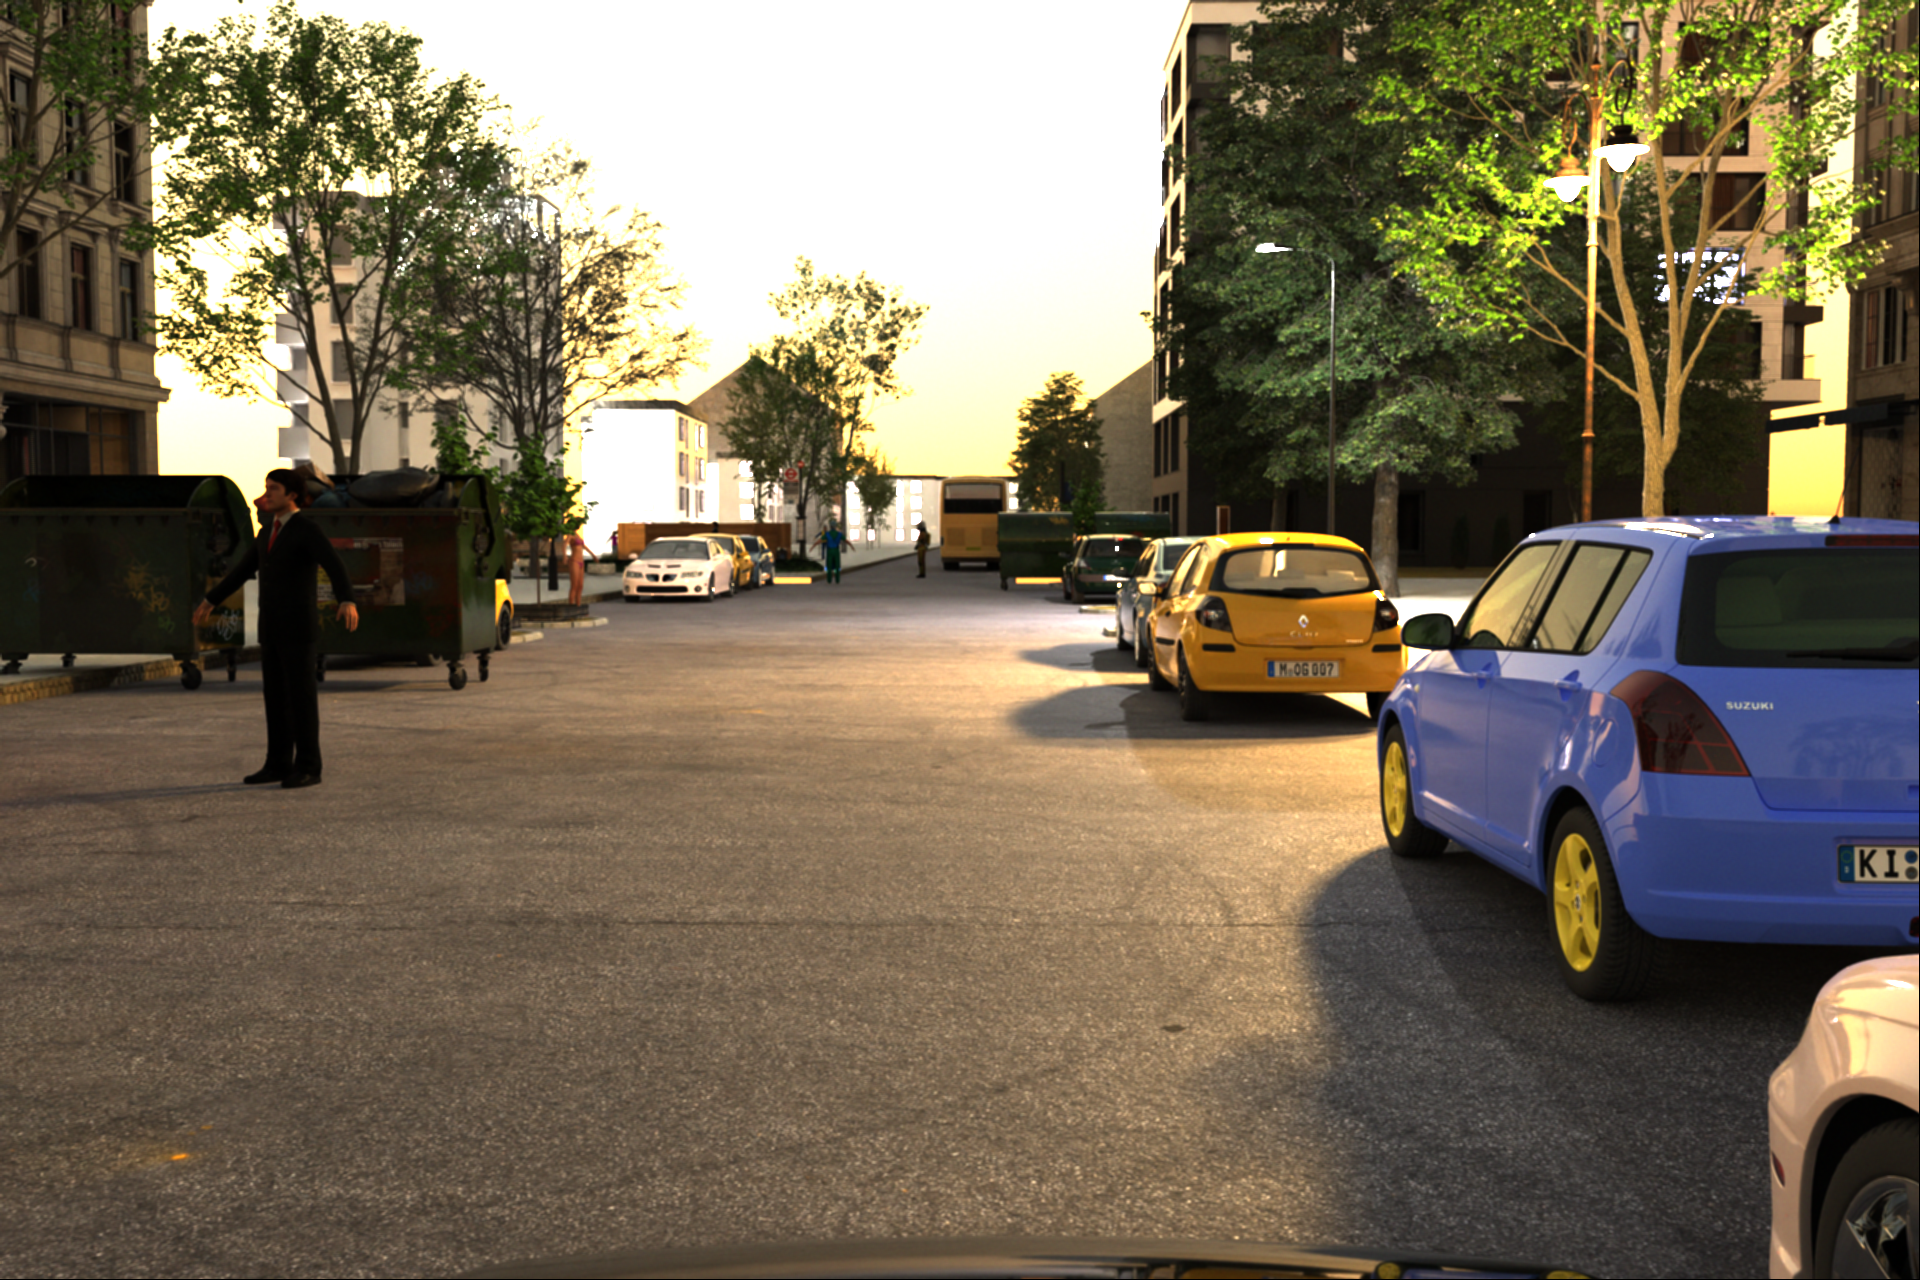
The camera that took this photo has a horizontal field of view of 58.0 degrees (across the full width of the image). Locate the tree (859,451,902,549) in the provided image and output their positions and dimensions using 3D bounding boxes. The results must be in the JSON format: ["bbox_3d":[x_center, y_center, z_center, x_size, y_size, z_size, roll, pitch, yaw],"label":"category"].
[{"bbox_3d":[-7.162,-12.427,153.542,4.737,8.622,4.395,0,3,0],"label":"tree"}]

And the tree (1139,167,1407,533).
[{"bbox_3d":[10.850,-9.308,58.841,9.857,13.997,8.962,0,3,0],"label":"tree"}]

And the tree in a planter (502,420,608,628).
[{"bbox_3d":[-6.651,-1.836,27.241,1.991,3.239,1.994,0,4,2],"label":"tree in a planter"}]

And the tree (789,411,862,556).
[{"bbox_3d":[-8.129,-9.291,102.272,4.737,8.622,4.395,0,3,0],"label":"tree"}]

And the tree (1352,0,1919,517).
[{"bbox_3d":[8.862,-5.873,21.783,9.928,11.665,9.643,0,3,0],"label":"tree"}]

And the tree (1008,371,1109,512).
[{"bbox_3d":[6.838,-12.390,120.708,7.486,12.596,7.792,0,3,0],"label":"tree"}]

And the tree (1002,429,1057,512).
[{"bbox_3d":[7.621,-13.069,148.095,7.601,10.594,8.767,2,4,25],"label":"tree"}]

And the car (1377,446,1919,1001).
[{"bbox_3d":[2.744,0.183,6.598,1.945,1.707,3.694,0,4,1],"label":"car"}]

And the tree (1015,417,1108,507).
[{"bbox_3d":[7.872,-12.074,131.821,7.601,10.594,8.767,1,4,18],"label":"tree"}]

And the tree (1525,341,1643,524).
[{"bbox_3d":[21.976,-6.852,62.400,4.360,8.622,3.978,0,3,0],"label":"tree"}]

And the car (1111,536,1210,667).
[{"bbox_3d":[2.781,-0.482,19.887,2.014,1.417,4.499,0,4,1],"label":"car"}]

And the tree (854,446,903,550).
[{"bbox_3d":[-7.080,-11.689,141.469,4.737,8.622,4.395,0,3,0],"label":"tree"}]

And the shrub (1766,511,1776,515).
[{"bbox_3d":[27.587,-3.359,58.966,1.661,2.075,1.752,0,3,0],"label":"shrub"}]

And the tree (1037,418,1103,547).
[{"bbox_3d":[7.391,-9.666,108.397,4.360,8.622,3.978,0,3,0],"label":"tree"}]

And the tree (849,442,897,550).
[{"bbox_3d":[-7.057,-11.376,136.356,4.737,8.622,4.395,0,3,0],"label":"tree"}]

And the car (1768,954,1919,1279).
[{"bbox_3d":[2.218,0.702,0.882,2.083,1.381,4.827,0,3,0],"label":"car"}]

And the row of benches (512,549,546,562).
[{"bbox_3d":[-17.834,-3.364,70.465,1.422,0.672,4.104,0,4,8],"label":"row of benches"}]

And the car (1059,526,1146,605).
[{"bbox_3d":[3.125,-1.641,36.620,2.009,1.686,4.222,0,3,0],"label":"car"}]

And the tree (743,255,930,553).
[{"bbox_3d":[-8.478,-16.010,117.651,12.611,20.169,13.585,0,3,0],"label":"tree"}]

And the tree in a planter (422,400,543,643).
[{"bbox_3d":[-6.741,-1.594,23.290,1.991,3.239,1.994,0,4,2],"label":"tree in a planter"}]

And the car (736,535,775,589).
[{"bbox_3d":[-6.082,-2.144,47.062,2.014,1.417,4.499,0,4,1],"label":"car"}]

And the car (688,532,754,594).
[{"bbox_3d":[-6.141,-1.985,42.678,2.015,1.641,3.980,0,4,1],"label":"car"}]

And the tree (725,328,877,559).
[{"bbox_3d":[-8.113,-9.952,88.478,9.928,11.665,9.643,0,3,0],"label":"tree"}]

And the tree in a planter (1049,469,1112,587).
[{"bbox_3d":[3.449,-3.086,47.680,1.991,3.239,1.994,0,4,1],"label":"tree in a planter"}]

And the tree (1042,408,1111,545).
[{"bbox_3d":[6.790,-9.182,100.494,4.360,8.622,3.978,0,3,0],"label":"tree"}]

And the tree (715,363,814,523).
[{"bbox_3d":[-8.626,-7.675,75.854,4.737,8.622,4.395,0,3,0],"label":"tree"}]

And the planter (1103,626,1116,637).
[{"bbox_3d":[3.056,-0.214,24.632,1.991,0.319,1.994,0,4,1],"label":"planter"}]

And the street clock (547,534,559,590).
[{"bbox_3d":[-9.272,-2.132,39.423,0.358,2.002,0.471,0,4,1],"label":"street clock"}]

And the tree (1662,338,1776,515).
[{"bbox_3d":[27.931,-6.929,63.655,4.737,8.622,4.395,0,3,0],"label":"tree"}]

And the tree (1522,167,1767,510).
[{"bbox_3d":[21.390,-8.344,54.559,7.486,12.596,7.792,0,3,0],"label":"tree"}]

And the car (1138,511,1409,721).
[{"bbox_3d":[2.562,-0.273,14.685,2.015,1.641,3.980,0,4,1],"label":"car"}]

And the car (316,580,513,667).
[{"bbox_3d":[-6.470,-0.596,19.970,2.015,1.641,3.980,0,4,1],"label":"car"}]

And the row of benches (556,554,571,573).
[{"bbox_3d":[-11.590,-2.161,50.795,1.422,0.672,4.104,-1,4,-12],"label":"row of benches"}]

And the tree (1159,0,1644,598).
[{"bbox_3d":[8.549,-7.835,34.753,9.857,13.997,8.962,0,3,0],"label":"tree"}]

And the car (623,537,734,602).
[{"bbox_3d":[-6.097,-1.563,37.909,2.083,1.381,4.827,0,4,1],"label":"car"}]
